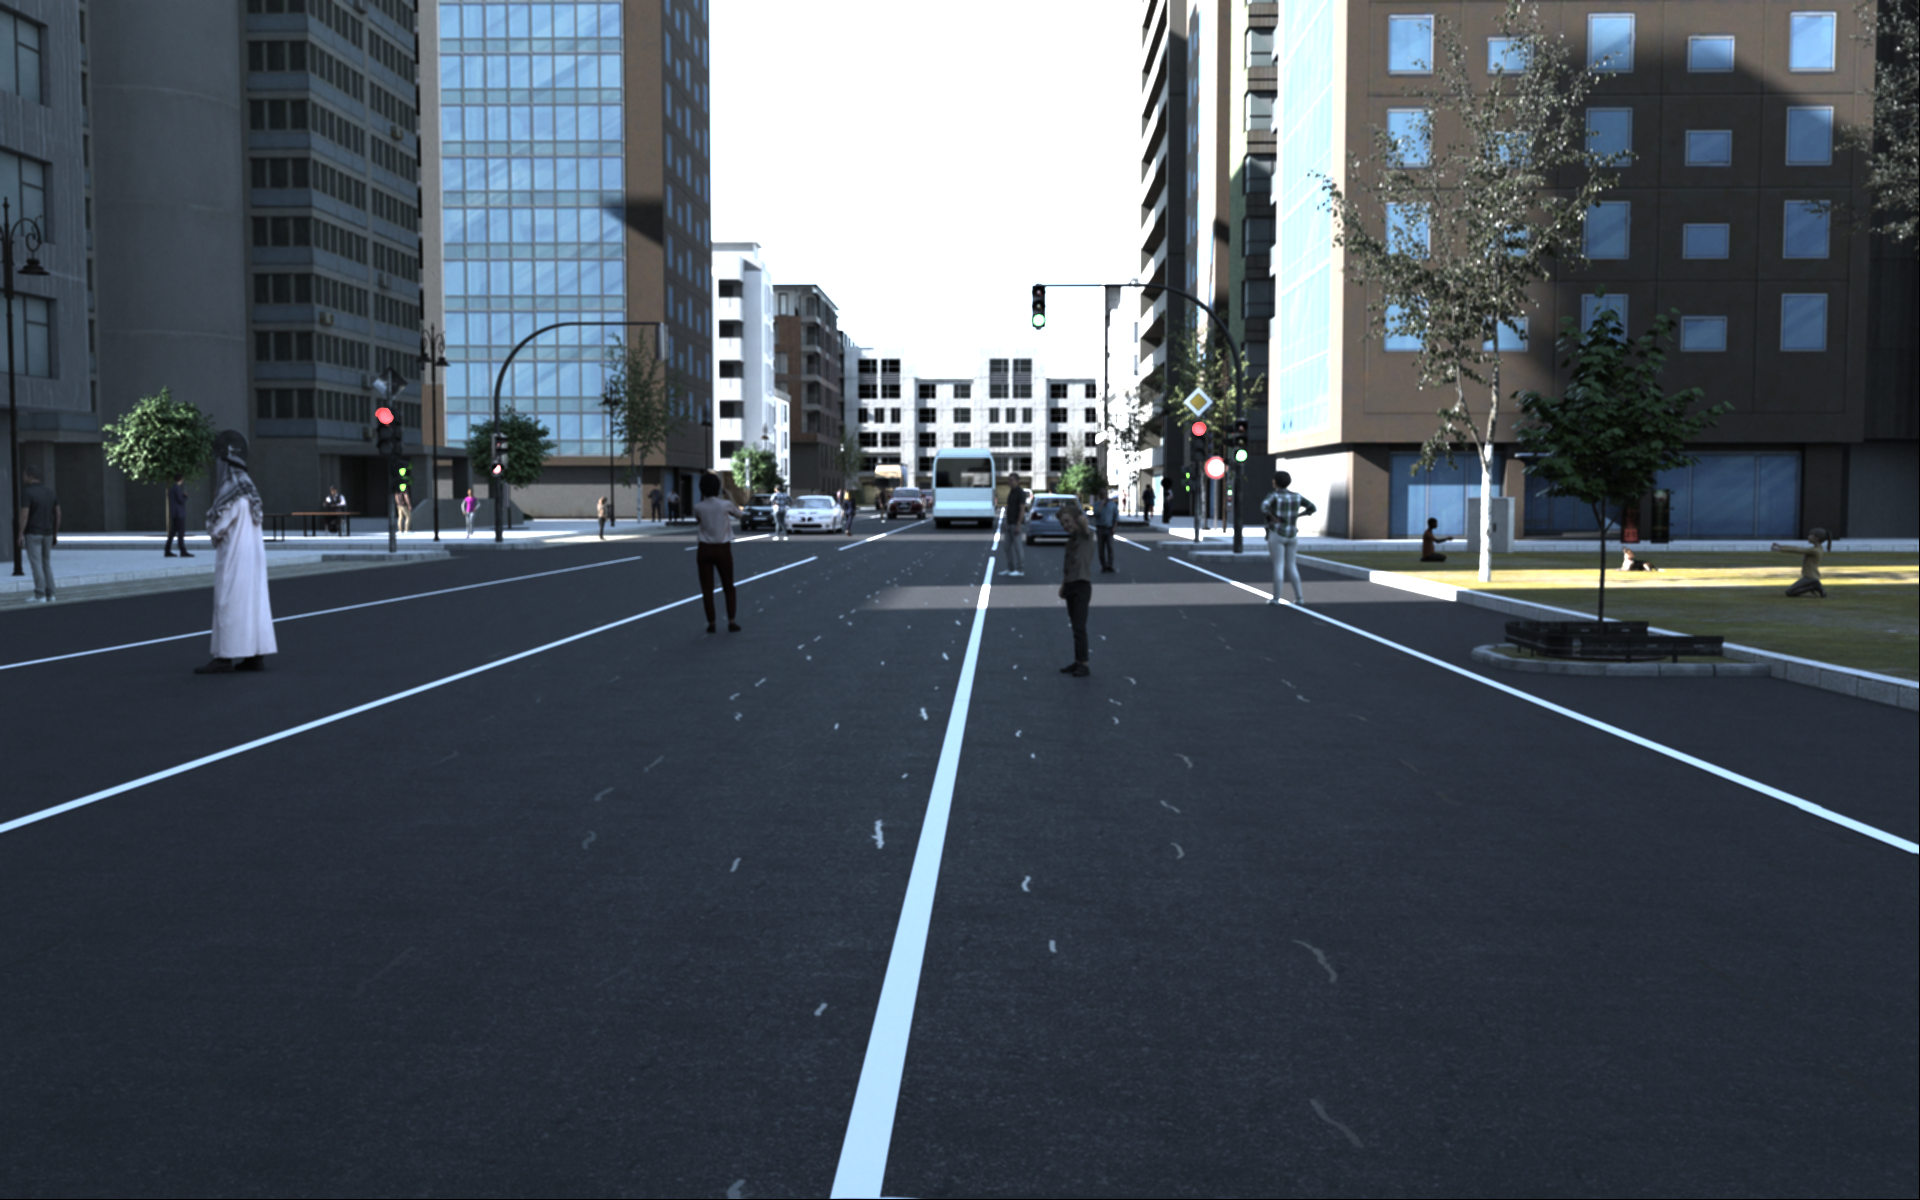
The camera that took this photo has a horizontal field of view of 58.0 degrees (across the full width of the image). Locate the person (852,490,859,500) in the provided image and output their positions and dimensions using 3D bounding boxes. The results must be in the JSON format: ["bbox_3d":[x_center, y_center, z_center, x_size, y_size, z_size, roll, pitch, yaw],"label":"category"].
[{"bbox_3d":[-10.834,-10.401,176.817,1.217,1.735,0.721,-2,4,-31],"label":"person"}]

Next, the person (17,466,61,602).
[{"bbox_3d":[-12.226,-0.876,22.952,0.434,1.807,0.598,2,4,30],"label":"person"}]

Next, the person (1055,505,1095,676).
[{"bbox_3d":[0.923,-0.086,13.821,0.340,1.345,0.435,-2,4,-35],"label":"person"}]

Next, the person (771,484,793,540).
[{"bbox_3d":[-5.639,-2.755,54.274,0.841,1.734,0.376,-3,4,-38],"label":"person"}]

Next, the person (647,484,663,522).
[{"bbox_3d":[-13.921,-4.432,79.041,0.617,1.759,0.750,0,4,8],"label":"person"}]

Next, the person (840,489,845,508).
[{"bbox_3d":[-11.163,-9.602,163.490,0.568,1.767,0.683,-1,4,-22],"label":"person"}]

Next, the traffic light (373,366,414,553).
[{"bbox_3d":[-12.452,-2.999,37.952,0.839,4.253,0.868,0,4,2],"label":"traffic light"}]

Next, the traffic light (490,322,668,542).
[{"bbox_3d":[-10.145,-4.358,45.914,4.771,5.953,1.251,0,4,2],"label":"traffic light"}]

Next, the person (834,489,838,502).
[{"bbox_3d":[-11.213,-9.233,157.805,0.445,1.727,0.742,-3,5,-42],"label":"person"}]

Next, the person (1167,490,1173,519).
[{"bbox_3d":[10.649,-4.985,88.490,0.436,1.711,0.756,1,4,14],"label":"person"}]

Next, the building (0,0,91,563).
[{"bbox_3d":[-23.933,-21.110,28.741,14.086,41.232,14.154,0,4,2],"label":"building"}]

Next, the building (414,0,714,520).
[{"bbox_3d":[-21.355,-27.042,92.249,14.600,45.320,14.200,0,4,2],"label":"building"}]

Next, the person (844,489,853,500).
[{"bbox_3d":[-11.081,-9.904,167.973,1.348,1.824,0.705,-1,4,-9],"label":"person"}]

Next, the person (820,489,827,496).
[{"bbox_3d":[-11.850,-8.845,151.378,0.721,1.735,1.217,2,4,31],"label":"person"}]

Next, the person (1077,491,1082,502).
[{"bbox_3d":[11.990,-10.232,173.467,0.705,1.807,1.348,-1,4,-20],"label":"person"}]

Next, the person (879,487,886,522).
[{"bbox_3d":[-3.950,-4.917,89.026,0.434,1.807,0.598,2,4,28],"label":"person"}]

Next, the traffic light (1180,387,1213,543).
[{"bbox_3d":[6.217,-3.458,45.459,0.839,4.253,0.868,0,4,2],"label":"traffic light"}]

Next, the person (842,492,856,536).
[{"bbox_3d":[-3.793,-2.956,59.374,0.480,1.512,0.613,-1,4,-10],"label":"person"}]

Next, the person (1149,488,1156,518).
[{"bbox_3d":[9.995,-5.099,91.123,0.444,1.614,0.593,-3,4,-38],"label":"person"}]

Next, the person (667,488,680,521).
[{"bbox_3d":[-13.393,-4.450,81.017,0.614,1.554,0.590,-1,4,-20],"label":"person"}]

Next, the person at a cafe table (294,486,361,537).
[{"bbox_3d":[-18.917,-2.661,52.019,1.698,1.524,1.622,0,4,-1],"label":"person at a cafe table"}]

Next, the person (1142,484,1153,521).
[{"bbox_3d":[8.863,-4.569,81.449,0.504,1.737,0.576,1,4,19],"label":"person"}]

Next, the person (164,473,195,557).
[{"bbox_3d":[-15.931,-1.733,35.292,0.530,1.710,0.541,-2,4,-32],"label":"person"}]

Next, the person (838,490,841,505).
[{"bbox_3d":[-11.534,-9.750,166.390,0.436,1.711,0.756,1,4,16],"label":"person"}]

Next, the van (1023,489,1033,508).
[{"bbox_3d":[5.627,-8.882,152.238,2.013,2.044,4.112,0,4,2],"label":"van"}]

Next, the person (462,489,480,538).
[{"bbox_3d":[-14.415,-2.550,50.978,0.726,1.435,0.776,0,4,-6],"label":"person"}]

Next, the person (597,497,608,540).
[{"bbox_3d":[-11.165,-2.550,54.095,0.435,1.345,0.340,3,5,41],"label":"person"}]

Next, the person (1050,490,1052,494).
[{"bbox_3d":[8.891,-9.898,170.339,0.705,1.823,1.348,2,4,25],"label":"person"}]

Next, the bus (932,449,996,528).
[{"bbox_3d":[0.195,-5.025,77.013,2.948,3.499,13.247,0,4,0],"label":"bus"}]

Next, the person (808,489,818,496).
[{"bbox_3d":[-12.378,-8.523,146.178,1.217,1.735,0.721,2,4,24],"label":"person"}]

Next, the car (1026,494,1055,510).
[{"bbox_3d":[4.161,-4.556,84.714,2.015,1.641,3.980,0,4,3],"label":"car"}]

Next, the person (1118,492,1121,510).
[{"bbox_3d":[10.422,-6.585,115.171,0.593,1.643,0.415,1,4,16],"label":"person"}]

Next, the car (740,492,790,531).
[{"bbox_3d":[-7.723,-3.638,69.263,2.009,1.686,4.222,0,4,1],"label":"car"}]

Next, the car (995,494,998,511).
[{"bbox_3d":[2.192,-8.730,151.408,2.281,1.827,5.304,0,4,1],"label":"car"}]

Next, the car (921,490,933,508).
[{"bbox_3d":[-2.881,-8.521,147.993,2.281,1.827,5.304,0,4,2],"label":"car"}]

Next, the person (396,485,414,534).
[{"bbox_3d":[-17.925,-3.043,55.919,0.598,1.807,0.434,3,5,44],"label":"person"}]

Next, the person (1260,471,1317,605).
[{"bbox_3d":[4.193,-0.806,22.401,0.841,1.734,0.376,-1,4,-18],"label":"person"}]

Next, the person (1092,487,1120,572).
[{"bbox_3d":[2.680,-1.283,31.682,0.499,1.552,0.429,2,4,27],"label":"person"}]

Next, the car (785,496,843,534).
[{"bbox_3d":[-5.361,-3.139,63.679,2.083,1.381,4.827,0,4,2],"label":"car"}]

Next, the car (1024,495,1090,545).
[{"bbox_3d":[2.764,-2.314,49.837,2.014,1.417,4.499,0,4,2],"label":"car"}]

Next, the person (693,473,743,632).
[{"bbox_3d":[-2.541,-0.495,18.058,0.517,1.644,0.566,3,4,38],"label":"person"}]

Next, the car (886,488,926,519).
[{"bbox_3d":[-3.091,-5.628,100.690,2.281,1.827,5.304,0,4,2],"label":"car"}]

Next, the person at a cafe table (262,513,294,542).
[{"bbox_3d":[-19.108,-2.339,46.755,1.622,1.524,1.698,-2,4,-33],"label":"person at a cafe table"}]

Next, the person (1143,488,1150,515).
[{"bbox_3d":[11.630,-6.202,107.577,0.598,1.807,0.434,-2,4,-27],"label":"person"}]

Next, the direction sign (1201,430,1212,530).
[{"bbox_3d":[8.689,-4.224,61.059,0.379,3.537,0.876,2,4,29],"label":"direction sign"}]

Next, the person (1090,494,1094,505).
[{"bbox_3d":[15.229,-11.673,200.023,0.621,1.740,0.551,3,5,42],"label":"person"}]

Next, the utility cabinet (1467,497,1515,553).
[{"bbox_3d":[11.669,-1.647,38.091,0.306,1.237,1.020,-3,5,-40],"label":"utility cabinet"}]

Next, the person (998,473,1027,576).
[{"bbox_3d":[0.925,-1.331,30.393,0.434,1.807,0.598,-1,4,-11],"label":"person"}]

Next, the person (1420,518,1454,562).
[{"bbox_3d":[9.055,-1.138,32.932,0.655,0.850,0.859,1,4,20],"label":"person"}]

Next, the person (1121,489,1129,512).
[{"bbox_3d":[11.531,-6.931,120.824,0.517,1.644,0.566,0,4,-5],"label":"person"}]

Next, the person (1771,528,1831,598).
[{"bbox_3d":[10.501,-0.470,21.650,0.695,0.859,0.347,2,4,33],"label":"person"}]

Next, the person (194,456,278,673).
[{"bbox_3d":[-5.881,-0.298,14.034,0.621,1.740,0.551,-1,4,-19],"label":"person"}]

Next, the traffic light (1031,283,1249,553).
[{"bbox_3d":[3.910,-3.836,37.391,4.771,5.953,1.251,0,4,2],"label":"traffic light"}]

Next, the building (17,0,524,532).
[{"bbox_3d":[-34.787,-22.864,65.707,32.217,40.220,23.993,0,4,2],"label":"building"}]
